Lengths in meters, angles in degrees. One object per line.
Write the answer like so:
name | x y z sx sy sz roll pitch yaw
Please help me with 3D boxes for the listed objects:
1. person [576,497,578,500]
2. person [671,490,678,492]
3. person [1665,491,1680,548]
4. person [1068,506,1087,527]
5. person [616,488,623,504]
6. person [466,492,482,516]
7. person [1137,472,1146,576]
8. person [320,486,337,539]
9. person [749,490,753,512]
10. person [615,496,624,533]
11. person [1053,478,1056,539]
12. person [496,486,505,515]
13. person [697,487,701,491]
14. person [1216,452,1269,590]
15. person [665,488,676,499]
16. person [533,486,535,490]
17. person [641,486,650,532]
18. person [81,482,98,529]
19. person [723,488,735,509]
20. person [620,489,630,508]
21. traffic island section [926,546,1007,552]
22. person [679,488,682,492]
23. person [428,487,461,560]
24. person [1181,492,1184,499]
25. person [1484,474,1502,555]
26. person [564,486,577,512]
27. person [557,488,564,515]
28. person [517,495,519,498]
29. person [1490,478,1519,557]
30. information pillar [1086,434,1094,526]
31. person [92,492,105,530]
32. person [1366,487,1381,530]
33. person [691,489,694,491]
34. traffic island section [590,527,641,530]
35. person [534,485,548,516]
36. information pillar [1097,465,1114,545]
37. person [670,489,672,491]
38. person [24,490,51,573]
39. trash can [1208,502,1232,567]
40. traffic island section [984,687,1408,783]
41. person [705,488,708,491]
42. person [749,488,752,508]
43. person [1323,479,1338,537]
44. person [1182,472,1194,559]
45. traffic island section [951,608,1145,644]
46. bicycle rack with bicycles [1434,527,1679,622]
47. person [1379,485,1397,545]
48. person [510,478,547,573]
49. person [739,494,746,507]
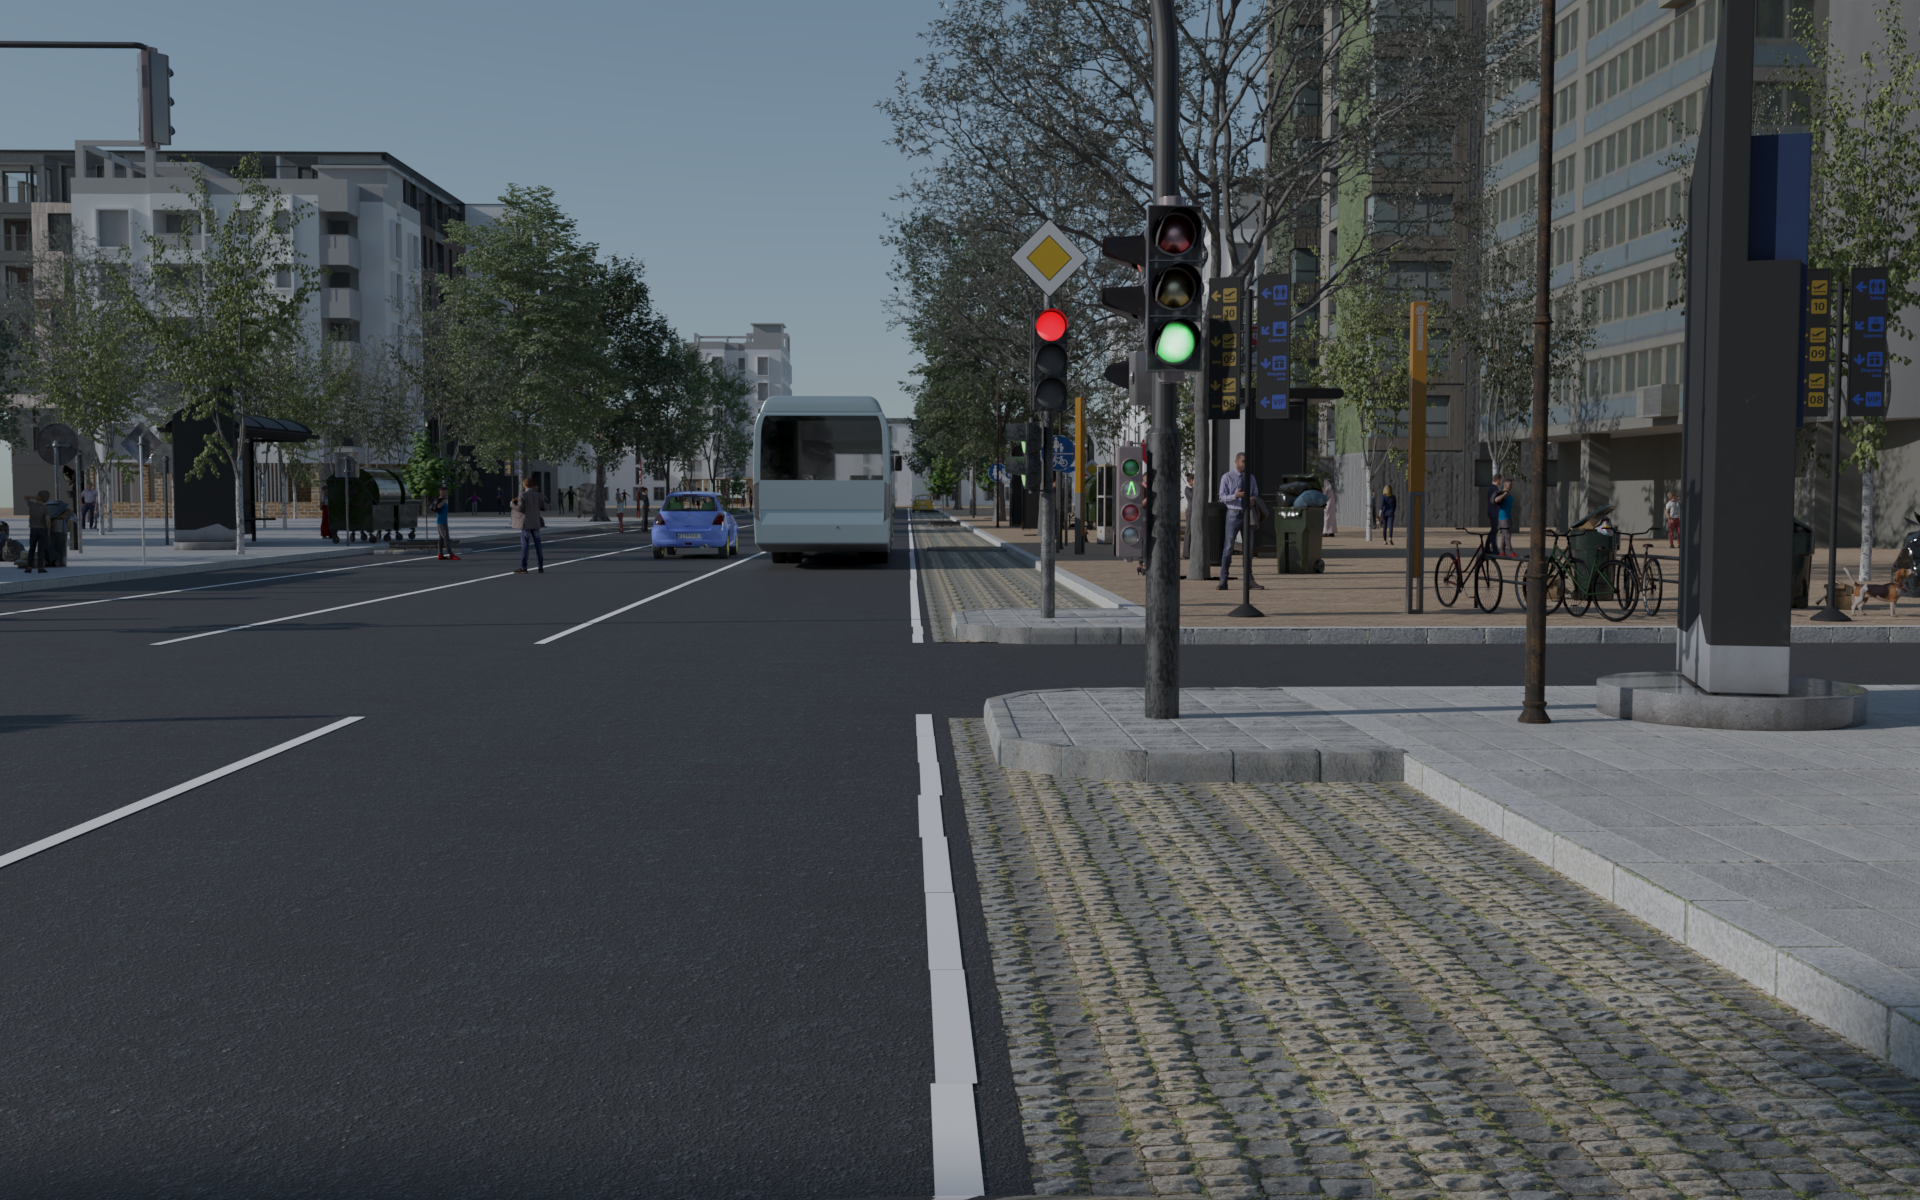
person | -23.726 -6.357 109.987 1.348 1.822 0.705 -2 4 -33
person | -25.439 -9.057 154.924 0.742 1.727 0.445 -3 4 -37
person | 16.997 -1.904 41.086 0.435 1.345 0.340 -2 4 -25
person | 4.460 -3.217 66.920 0.655 0.850 0.859 -3 4 -37
person | -25.815 -7.616 131.268 0.721 1.736 1.217 1 4 12
person | -28.950 -5.744 103.185 0.991 1.433 0.599 -2 4 -31
person | 2.967 -1.204 27.191 0.415 1.643 0.593 -2 4 -29
person | -18.083 -2.511 49.560 0.387 1.526 0.523 1 4 22
person | -16.748 -7.968 139.458 0.721 1.739 1.217 0 4 5
person | -12.697 -3.197 64.676 0.435 1.345 0.340 2 4 34
person | 2.640 -2.569 48.747 0.576 1.737 0.504 -3 5 -40
person | -28.756 -6.225 108.262 0.683 1.767 0.568 1 4 13
person | -17.898 -6.795 117.926 0.721 1.735 1.217 0 3 0
person | 3.773 -1.048 23.039 0.709 1.838 0.599 -1 4 -19
person | -19.363 -6.754 117.295 1.217 1.723 0.721 0 4 -8
person | -26.892 -6.320 109.381 1.348 1.822 0.705 1 4 14
person | -11.860 -3.450 65.708 0.445 1.727 0.742 -2 4 -34
person | -31.910 -3.456 63.486 0.756 1.711 0.436 0 4 -7
person | -19.326 -8.477 144.636 0.705 1.824 1.348 3 5 40
person | -31.403 -9.493 162.073 1.217 1.723 0.721 -1 4 -10
traffic island section | 0.150 -1.272 43.656 1.991 0.108 1.994 0 4 -2
person | -20.223 -7.279 125.789 1.217 1.736 0.721 2 4 25
person | -11.205 -1.667 37.628 0.662 1.594 0.647 -1 4 -20
person | 7.879 -3.353 62.327 0.415 1.643 0.593 -2 4 -25
person | 11.225 -1.797 36.349 0.530 1.710 0.541 3 4 36
person | -27.201 -7.067 121.217 0.705 1.869 1.348 3 5 44
person | -25.051 -6.186 108.648 0.415 1.643 0.593 1 4 9
person | -26.196 -6.033 104.689 1.348 1.824 0.705 -2 4 -25
person | 10.659 -1.582 33.786 0.662 1.594 0.647 2 4 29
information pillar | 5.106 -4.677 67.820 0.183 3.616 0.504 2 4 31
person | -30.475 -3.171 61.117 0.726 1.435 0.776 2 4 34
person | 14.884 -3.319 62.524 0.499 1.552 0.429 -1 4 -20
person | -21.176 -7.949 137.475 0.415 1.643 0.593 0 4 0
traffic island section | -13.835 -2.894 70.187 1.991 0.108 1.994 0 4 -2
person | -25.316 -5.961 103.513 1.348 1.822 0.705 -1 4 -9
information pillar | 3.685 -2.415 43.975 0.304 2.012 0.304 -3 4 -38
person | -27.957 -9.816 167.059 0.750 1.759 0.617 1 4 23
person | -15.026 -1.116 28.192 0.435 1.345 0.340 -1 4 -22
trash can | 4.526 -1.169 30.759 0.748 1.137 0.748 0 3 0
traffic island section | 1.175 0.752 9.985 2.009 0.180 2.903 0 4 -2
person | -17.806 -6.998 121.398 0.436 1.711 0.756 0 4 7
person | -19.456 -9.445 160.470 0.705 1.824 1.348 0 4 -6
person | 10.936 -2.739 51.501 0.621 1.740 0.551 0 4 -1
person | 4.639 -1.671 34.163 0.445 1.727 0.742 -1 4 -16
traffic island section | 0.933 0.264 17.966 2.009 0.180 2.903 0 4 -2
bicycle rack with bicycles | 6.637 -0.313 18.494 2.852 0.926 2.925 0 4 -3
person | 10.827 -2.147 43.682 0.480 1.512 0.613 -1 4 -15
person | -7.822 -1.349 31.371 0.655 1.722 0.431 -3 5 -40
person | -21.657 -9.958 172.121 0.445 1.727 0.742 3 4 38
